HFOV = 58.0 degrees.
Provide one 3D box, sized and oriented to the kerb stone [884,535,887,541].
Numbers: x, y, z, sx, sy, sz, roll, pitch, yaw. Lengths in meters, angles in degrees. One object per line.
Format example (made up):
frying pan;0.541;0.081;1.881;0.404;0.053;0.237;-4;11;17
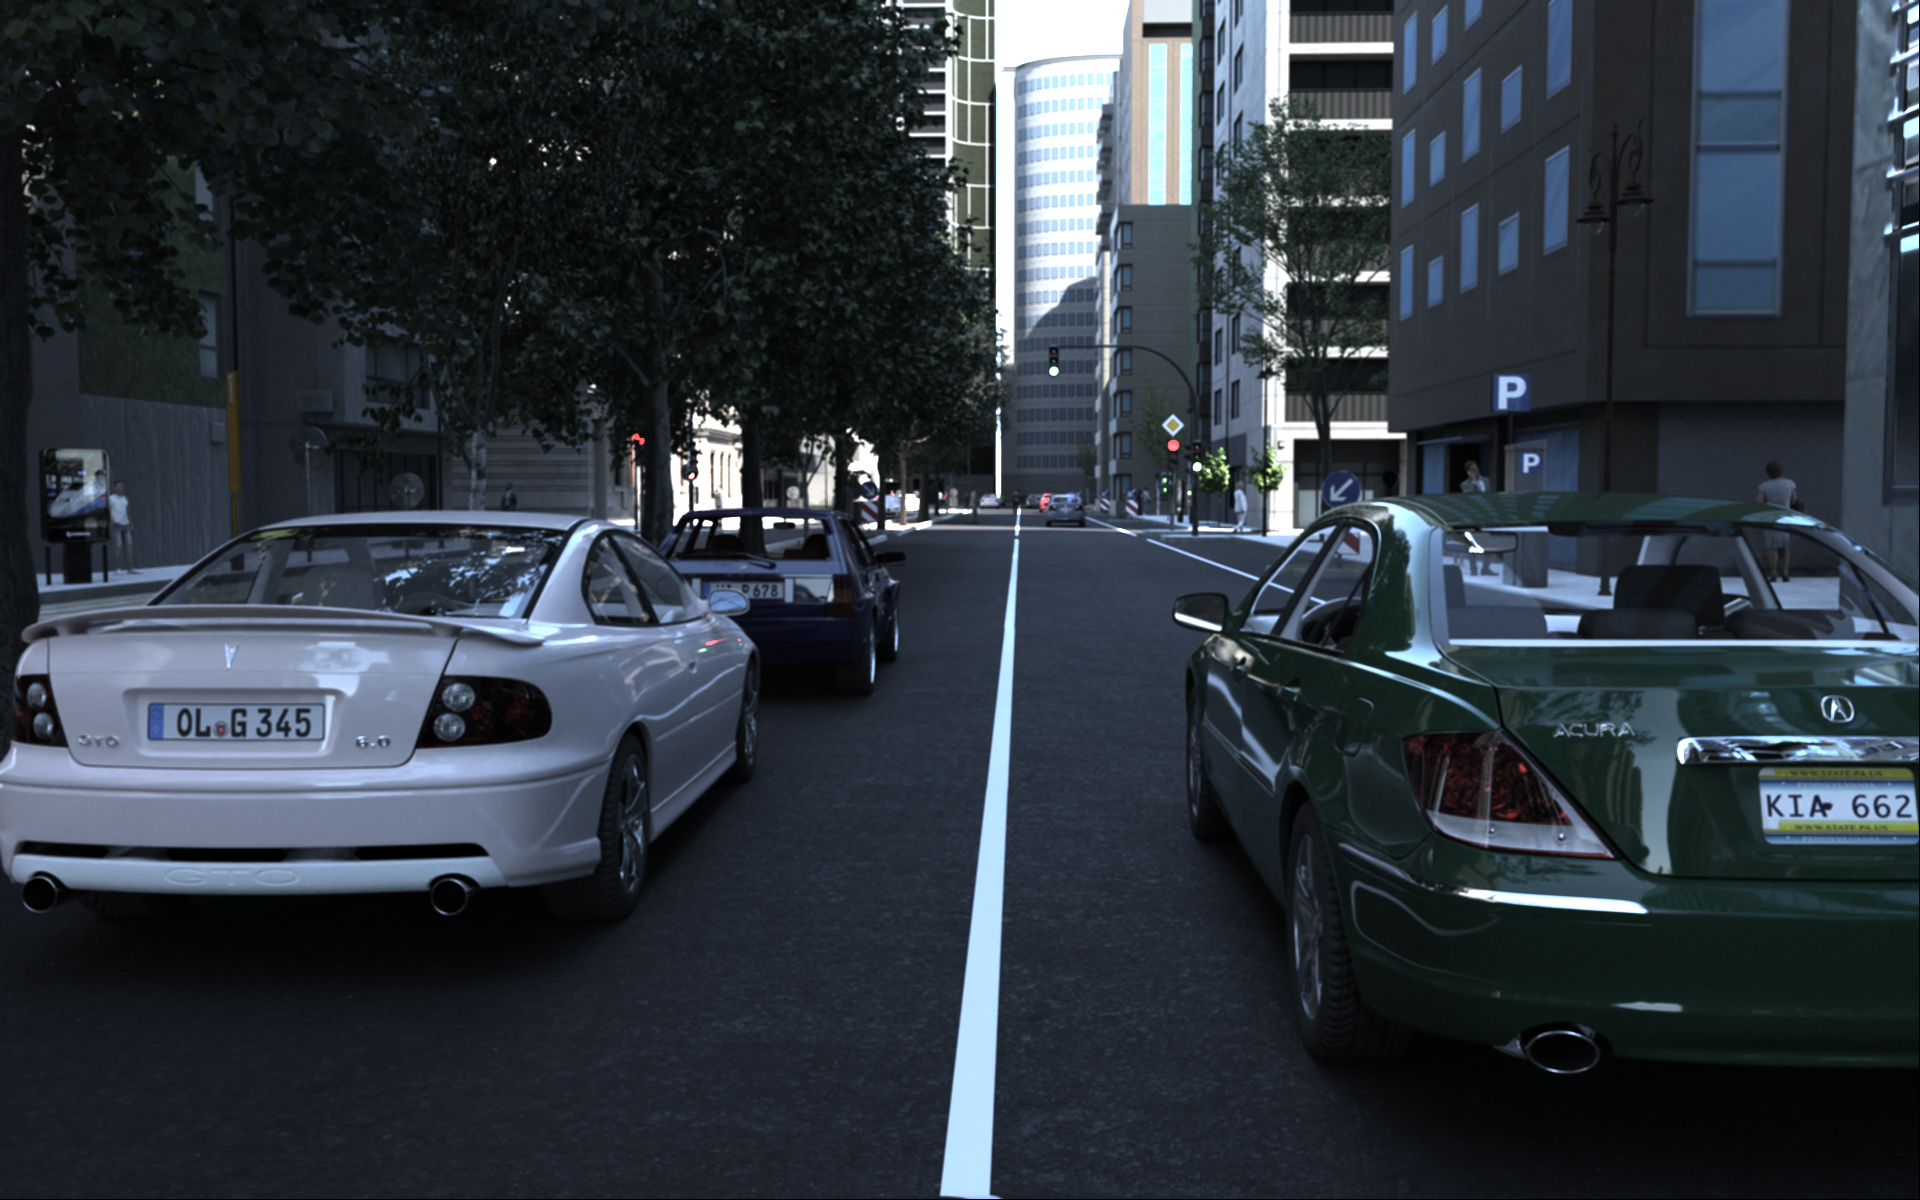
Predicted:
kerb stone;-2.392;-1.854;52.507;0.120;0.150;1.000;0;4;2

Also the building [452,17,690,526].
building;-18.261;-14.466;72.684;11.583;22.565;21.152;0;4;2

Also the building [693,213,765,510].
building;-16.580;-13.969;93.023;10.561;19.102;19.286;0;4;2

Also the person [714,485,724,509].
person;-9.796;-3.764;70.217;0.473;1.802;0.592;0;4;7

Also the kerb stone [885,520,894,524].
kerb stone;-3.409;-3.774;83.902;0.120;0.150;1.000;0;4;2

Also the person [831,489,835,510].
person;-7.283;-5.627;101.255;0.466;1.731;0.760;3;4;36

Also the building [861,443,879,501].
building;-19.709;-38.511;171.647;21.231;58.520;28.212;0;4;2

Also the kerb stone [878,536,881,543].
kerb stone;-2.466;-1.725;50.465;0.120;0.150;1.000;0;4;2

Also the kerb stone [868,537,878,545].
kerb stone;-2.502;-1.667;49.444;0.120;0.150;1.000;0;4;2

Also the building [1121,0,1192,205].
building;21.363;-30.651;151.262;14.600;45.320;14.200;0;4;2

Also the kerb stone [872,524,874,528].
kerb stone;-3.799;-3.082;72.614;0.120;0.150;1.000;0;4;2

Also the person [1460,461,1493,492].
person;8.184;-1.287;27.268;0.592;1.802;0.473;0;4;4

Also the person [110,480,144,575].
person;-13.312;-1.155;27.520;0.523;1.515;0.503;0;4;-4

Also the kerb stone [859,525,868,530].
kerb stone;-3.900;-2.896;69.542;0.120;0.150;1.000;0;4;2

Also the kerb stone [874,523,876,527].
kerb stone;-3.767;-3.146;73.639;0.120;0.150;1.000;0;4;2

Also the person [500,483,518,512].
person;-15.269;-3.045;58.469;0.721;1.800;0.419;1;4;11

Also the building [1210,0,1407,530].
building;21.575;-38.559;68.684;20.611;71.187;20.563;0;4;2

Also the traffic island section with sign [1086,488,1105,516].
traffic island section with sign;9.295;-6.372;112.817;1.989;1.847;2.006;0;4;2

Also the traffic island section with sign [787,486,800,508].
traffic island section with sign;-8.336;-4.771;86.635;1.989;1.847;2.006;0;4;2

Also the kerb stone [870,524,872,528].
kerb stone;-3.836;-3.018;71.593;0.120;0.150;1.000;0;4;2

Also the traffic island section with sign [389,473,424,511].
traffic island section with sign;-10.264;-1.408;31.649;1.989;1.847;2.006;0;4;2

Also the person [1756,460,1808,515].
person;11.980;-1.155;25.278;0.716;1.782;0.532;1;4;9

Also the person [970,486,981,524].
person;0.764;-4.510;82.439;0.583;1.804;0.606;-1;4;-14

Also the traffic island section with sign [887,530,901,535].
traffic island section with sign;-3.138;-3.230;60.950;2.006;1.907;1.989;0;4;2

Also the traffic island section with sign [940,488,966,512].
traffic island section with sign;-0.533;-7.823;136.044;2.006;1.907;1.989;0;4;2

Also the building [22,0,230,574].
building;-21.129;-20.891;25.169;14.154;41.232;14.086;0;4;2

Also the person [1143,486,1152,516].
person;10.900;-5.796;101.400;0.643;1.750;0.593;-2;4;-29

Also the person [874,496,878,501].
person;-7.945;-9.547;165.360;0.599;1.433;0.991;2;4;28

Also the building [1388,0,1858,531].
building;16.617;-23.347;31.834;14.600;45.320;14.200;0;4;2

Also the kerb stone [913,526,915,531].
kerb stone;-1.909;-2.701;66.390;0.120;0.150;1.000;0;4;2

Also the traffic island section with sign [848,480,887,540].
traffic island section with sign;-3.405;-2.777;53.548;2.006;1.907;1.989;0;4;2

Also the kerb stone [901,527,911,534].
kerb stone;-1.989;-2.578;64.347;0.120;0.150;1.000;0;4;2

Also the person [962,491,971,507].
person;0.785;-11.515;196.856;1.350;1.814;0.705;-3;4;-36

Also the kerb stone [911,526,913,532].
kerb stone;-1.956;-2.639;65.368;0.120;0.150;1.000;0;4;2

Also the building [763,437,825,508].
building;-17.878;-18.255;117.539;14.314;24.678;30.058;0;4;2

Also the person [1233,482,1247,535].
person;9.109;-2.948;56.573;0.818;1.842;0.514;-3;5;-41

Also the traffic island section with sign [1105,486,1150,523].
traffic island section with sign;8.357;-4.725;85.878;1.989;1.847;2.006;0;4;2

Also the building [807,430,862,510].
building;-20.022;-32.011;147.083;21.300;48.544;21.600;0;4;2

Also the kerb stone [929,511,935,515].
kerb stone;-1.980;-6.279;124.857;0.120;0.150;1.000;0;4;2

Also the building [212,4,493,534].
building;-20.336;-16.708;44.880;14.107;30.474;14.160;0;4;2

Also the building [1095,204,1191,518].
building;23.712;-16.674;117.662;27.650;21.520;28.899;0;4;2

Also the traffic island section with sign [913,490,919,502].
traffic island section with sign;-4.741;-11.102;190.144;1.989;1.847;2.006;0;4;2

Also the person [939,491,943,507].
person;-2.224;-11.129;190.450;0.705;1.826;1.348;3;5;40

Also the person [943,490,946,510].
person;-1.278;-9.188;158.668;0.705;1.831;1.348;1;4;17

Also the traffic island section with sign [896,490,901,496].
traffic island section with sign;-5.681;-9.454;163.204;1.989;1.847;2.006;0;4;2

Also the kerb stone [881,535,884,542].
kerb stone;-2.427;-1.791;51.486;0.120;0.150;1.000;0;4;2

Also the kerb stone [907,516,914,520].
kerb stone;-2.865;-4.713;99.271;0.120;0.150;1.000;0;4;2

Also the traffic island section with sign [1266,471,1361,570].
traffic island section with sign;6.416;-1.326;30.306;1.989;1.847;2.006;0;4;2

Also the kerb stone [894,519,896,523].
kerb stone;-3.367;-3.834;84.925;0.120;0.150;1.000;0;4;2

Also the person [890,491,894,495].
person;-6.222;-9.219;159.955;1.217;1.743;0.721;2;4;26

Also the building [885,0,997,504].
building;-5.443;-48.397;229.547;20.611;71.187;20.563;0;4;2

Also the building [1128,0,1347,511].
building;24.857;-44.617;167.734;20.563;71.187;20.611;0;4;2

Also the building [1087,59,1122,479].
building;26.564;-35.131;193.995;23.786;49.044;30.456;0;4;2

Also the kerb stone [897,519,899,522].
kerb stone;-3.302;-3.956;86.970;0.120;0.150;1.000;0;4;2

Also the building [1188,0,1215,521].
building;18.571;-19.352;88.101;14.160;30.474;14.107;0;4;2

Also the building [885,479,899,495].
building;-22.271;-33.413;200.921;28.867;44.769;22.147;0;4;2

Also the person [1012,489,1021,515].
person;3.940;-6.900;121.498;0.592;1.802;0.473;1;4;20

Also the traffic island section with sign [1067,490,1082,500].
traffic island section with sign;11.030;-9.418;162.614;1.989;1.847;2.006;0;4;2

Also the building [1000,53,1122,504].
building;19.390;-42.074;229.902;28.212;58.520;21.231;0;4;2
